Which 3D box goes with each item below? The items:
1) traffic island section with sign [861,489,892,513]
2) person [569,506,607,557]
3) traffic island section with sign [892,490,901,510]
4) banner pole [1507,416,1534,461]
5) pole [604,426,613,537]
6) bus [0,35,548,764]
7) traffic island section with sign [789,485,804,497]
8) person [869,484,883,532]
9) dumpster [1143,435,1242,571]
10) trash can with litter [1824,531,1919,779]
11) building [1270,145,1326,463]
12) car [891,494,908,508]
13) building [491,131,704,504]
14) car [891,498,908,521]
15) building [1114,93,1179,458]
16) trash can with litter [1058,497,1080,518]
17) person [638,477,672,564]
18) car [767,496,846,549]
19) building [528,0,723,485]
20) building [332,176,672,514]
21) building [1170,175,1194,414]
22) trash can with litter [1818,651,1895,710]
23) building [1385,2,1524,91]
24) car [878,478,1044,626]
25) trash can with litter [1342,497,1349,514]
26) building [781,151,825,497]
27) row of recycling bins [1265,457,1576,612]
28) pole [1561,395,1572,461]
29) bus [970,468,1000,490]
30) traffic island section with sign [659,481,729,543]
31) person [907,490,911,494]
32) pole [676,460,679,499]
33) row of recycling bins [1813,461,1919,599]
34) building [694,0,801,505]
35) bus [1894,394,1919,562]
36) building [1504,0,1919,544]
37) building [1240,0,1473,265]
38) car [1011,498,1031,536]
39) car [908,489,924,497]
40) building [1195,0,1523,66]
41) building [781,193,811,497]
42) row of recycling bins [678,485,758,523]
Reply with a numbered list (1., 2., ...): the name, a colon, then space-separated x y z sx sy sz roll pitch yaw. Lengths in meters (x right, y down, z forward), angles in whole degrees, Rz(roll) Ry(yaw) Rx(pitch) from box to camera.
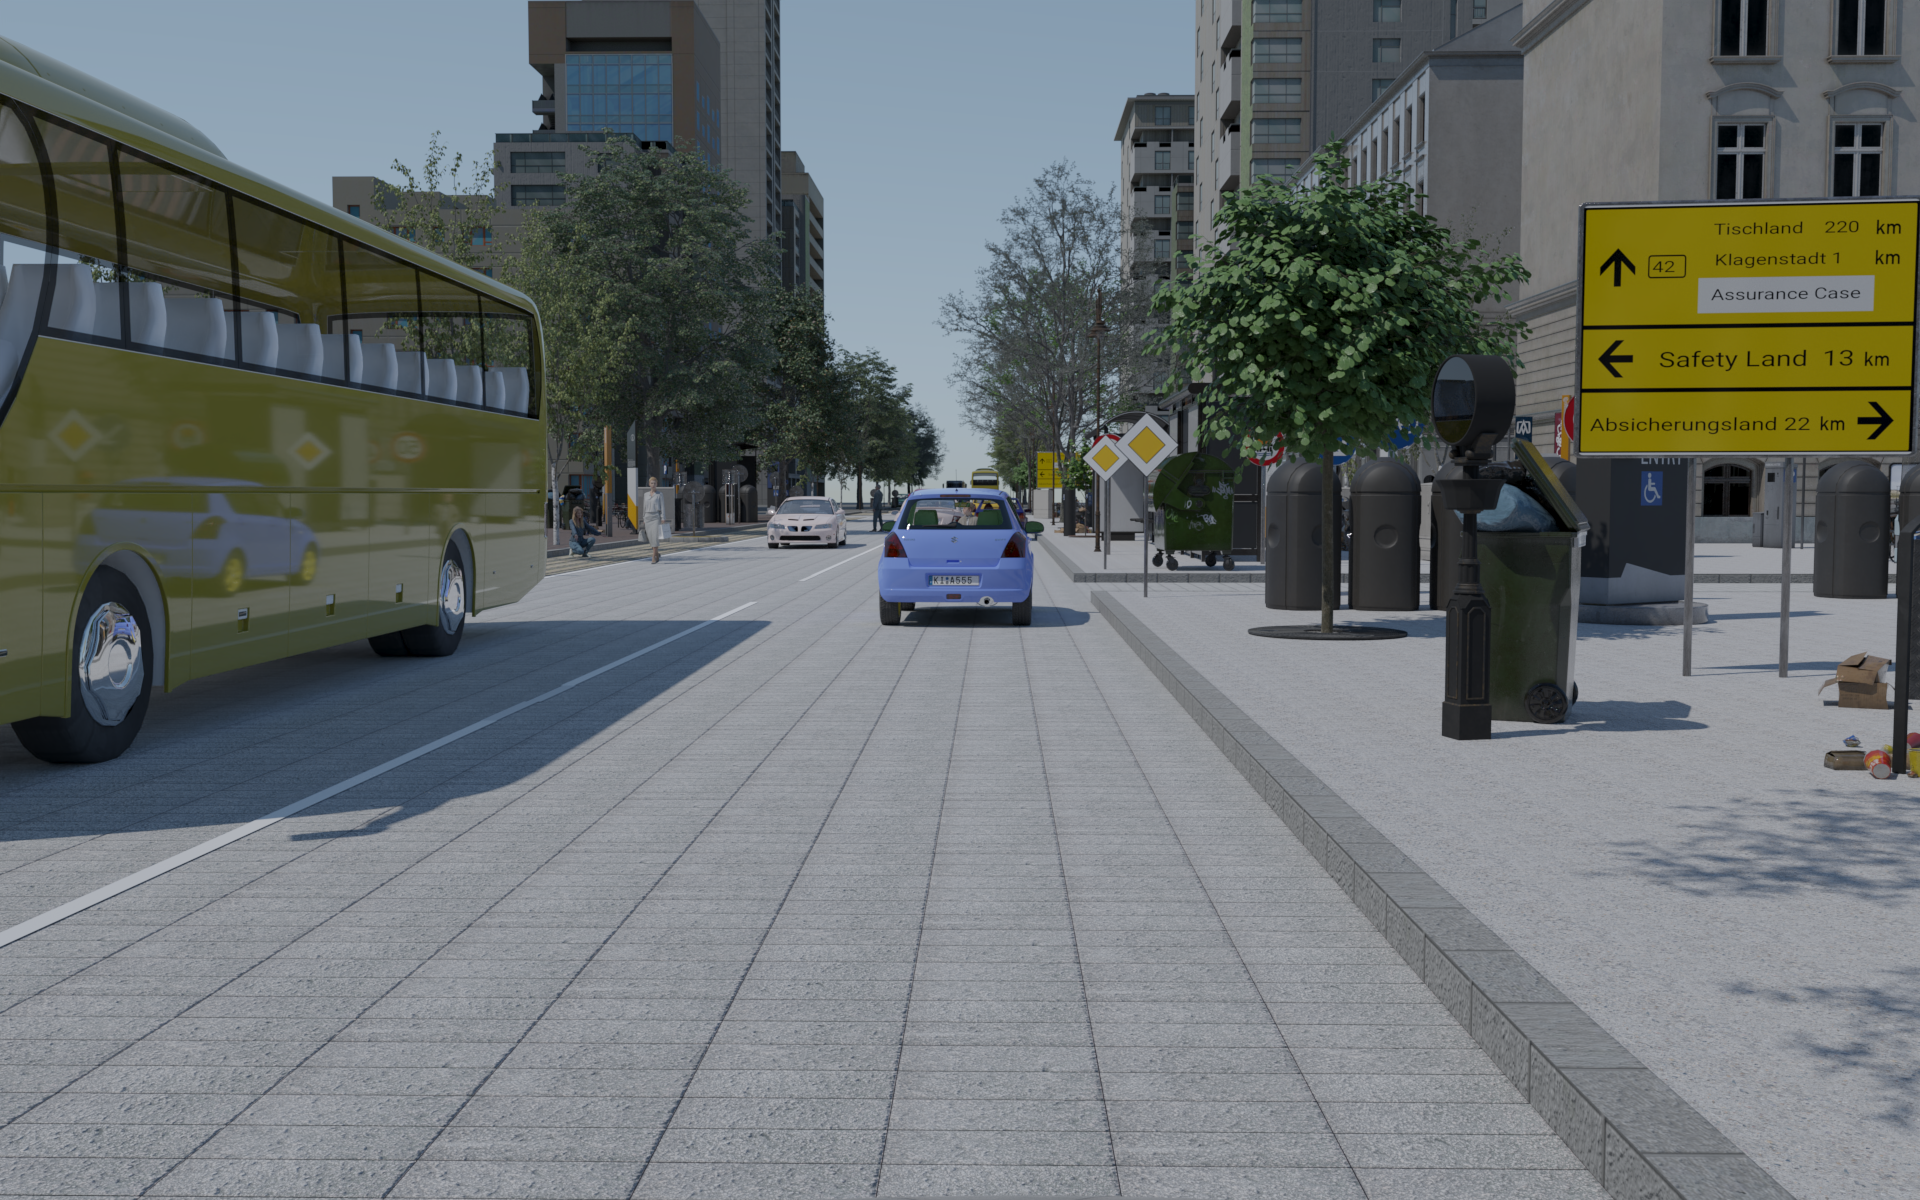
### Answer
1. traffic island section with sign: -6.367 -7.409 129.770 1.989 1.847 2.006 0 4 1
2. person: -8.468 -1.540 39.172 0.738 1.151 1.012 3 5 44
3. traffic island section with sign: -5.808 -9.058 156.720 1.989 1.847 2.006 0 4 1
4. banner pole: 15.822 -3.620 49.202 0.863 3.779 0.401 1 4 15
5. pole: -10.495 -3.538 51.682 0.158 3.312 0.155 0 3 0
6. bus: -5.697 -1.278 12.444 2.896 3.916 12.252 0 4 0
7. traffic island section with sign: -7.424 -4.290 78.771 1.989 1.847 2.006 0 4 1
8. person: -3.196 -3.495 65.816 0.590 1.801 0.661 1 4 18
9. dumpster: 3.963 -1.657 29.589 1.502 2.255 1.985 0 4 1
10. trash can with litter: 4.940 0.183 8.060 2.233 1.210 1.678 -1 4 -23
11. building: 22.922 -15.048 95.187 9.793 20.994 18.267 0 4 1
12. car: -5.444 -9.389 162.301 1.959 1.807 4.718 0 4 3
13. building: -29.183 -22.623 141.592 14.160 30.474 14.107 0 4 1
14. car: -0.729 -1.931 43.928 2.083 1.381 4.827 0 4 0
15. building: 35.153 -38.893 225.141 28.713 52.752 27.495 0 4 1
16. trash can with litter: 5.591 -4.736 88.816 1.055 1.170 0.624 -3 4 -37
17. person: -6.254 -1.638 35.630 0.694 1.780 0.624 2 4 31
18. car: -4.121 -2.125 47.098 2.083 1.381 4.827 0 4 1
19. building: -29.419 -30.937 155.922 14.600 45.320 14.200 0 4 1
20. building: -36.487 -16.814 119.951 27.650 21.520 28.899 0 4 1
21. building: 26.179 -23.694 159.104 14.160 30.474 14.107 0 4 1
22. trash can with litter: 5.688 0.069 10.261 1.055 1.170 0.624 2 4 26
23. building: 23.132 -13.932 76.946 9.793 20.994 18.267 0 4 1
24. car: 0.013 -0.649 20.199 1.945 1.707 3.694 0 4 2
25. trash can with litter: 10.679 -2.330 49.159 1.678 1.210 2.233 -2 4 -30
26. building: -31.066 -38.170 247.785 21.300 48.544 21.600 0 4 1
27. row of recycling bins: 5.200 -0.743 19.260 3.534 1.692 1.069 0 4 3
28. pole: 12.487 -2.562 35.739 0.158 3.312 0.155 0 3 0
29. bus: 2.367 -10.553 164.087 2.896 3.916 12.252 0 4 1
30. traffic island section with sign: -7.987 -2.642 51.821 1.989 1.847 2.006 0 4 1
31. person: -5.126 -10.209 175.423 1.348 1.823 0.705 0 4 0
32. pole: -16.774 -6.675 102.972 0.158 3.312 0.155 0 3 0
33. row of recycling bins: 12.317 -0.846 20.949 3.534 1.692 1.069 1 4 20
34. building: -30.384 -47.321 211.946 20.563 71.187 20.611 0 4 1
35. bus: 20.296 -1.881 25.617 13.247 3.499 2.948 0 4 3
36. building: 34.862 -14.059 48.955 34.723 24.649 14.460 0 4 1
37. building: 25.779 -26.524 117.262 14.154 41.232 14.086 0 4 1
38. car: 1.267 -2.561 54.454 1.945 1.354 3.894 0 4 2
39. car: -2.363 -6.724 118.615 2.281 1.827 5.304 0 4 3
40. building: 33.475 -33.533 137.506 28.713 52.752 27.495 0 4 1
41. building: -27.641 -33.427 230.123 14.154 41.232 14.086 0 4 1
42. row of recycling bins: -10.791 -4.292 77.279 3.534 1.692 1.069 -1 4 -13
